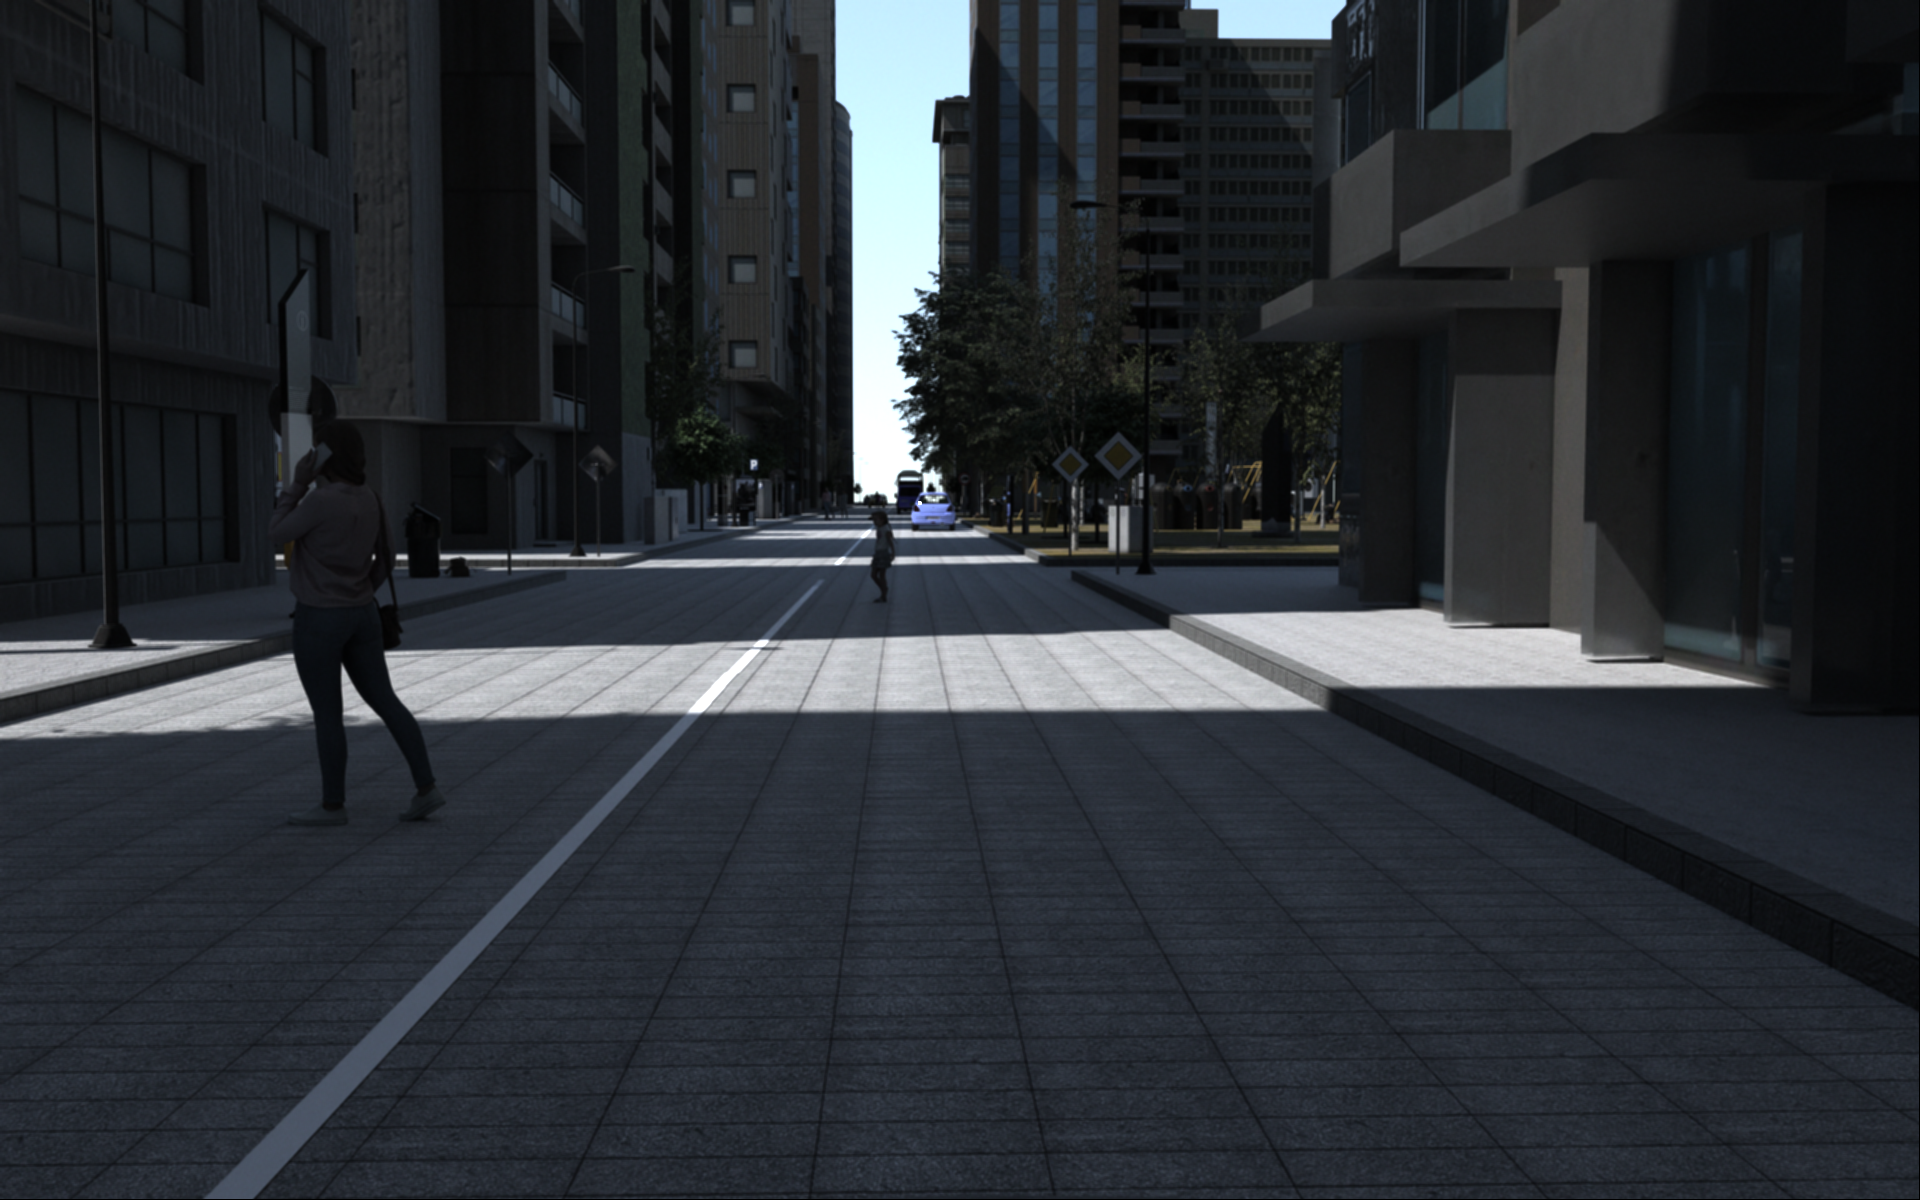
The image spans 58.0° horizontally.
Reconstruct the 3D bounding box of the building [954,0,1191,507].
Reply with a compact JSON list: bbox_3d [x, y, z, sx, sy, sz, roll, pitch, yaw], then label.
[{"bbox_3d":[10.978,-52.371,168.931,22.319,86.520,31.000,0,4,-2],"label":"building"}]

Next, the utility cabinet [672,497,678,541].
[{"bbox_3d":[-7.974,-2.234,47.692,0.306,1.237,1.020,0,4,0],"label":"utility cabinet"}]

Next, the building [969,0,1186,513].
[{"bbox_3d":[7.820,-28.957,123.559,14.600,45.320,14.200,0,4,-2],"label":"building"}]

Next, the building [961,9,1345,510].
[{"bbox_3d":[16.391,-27.595,143.058,32.217,40.220,23.993,0,4,-2],"label":"building"}]

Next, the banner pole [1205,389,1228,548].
[{"bbox_3d":[6.084,-3.139,41.345,0.401,3.779,0.863,3,5,43],"label":"banner pole"}]

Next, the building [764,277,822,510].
[{"bbox_3d":[-26.739,-18.767,151.881,27.650,21.520,28.899,0,4,-2],"label":"building"}]

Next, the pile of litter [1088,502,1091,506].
[{"bbox_3d":[6.693,-4.934,94.640,1.176,0.858,1.719,0,4,0],"label":"pile of litter"}]

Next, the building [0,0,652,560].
[{"bbox_3d":[-15.666,-21.895,41.580,14.154,41.232,14.086,0,4,-2],"label":"building"}]

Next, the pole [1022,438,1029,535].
[{"bbox_3d":[2.075,-3.725,54.747,0.158,3.312,0.155,0,3,0],"label":"pole"}]

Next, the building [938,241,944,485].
[{"bbox_3d":[7.921,-36.746,255.419,22.147,44.769,28.867,0,4,-2],"label":"building"}]

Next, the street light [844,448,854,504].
[{"bbox_3d":[-11.683,-12.302,173.673,1.470,5.913,1.316,0,4,-2],"label":"street light"}]

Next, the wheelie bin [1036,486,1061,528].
[{"bbox_3d":[3.359,-3.553,65.999,0.980,1.594,0.693,0,4,-4],"label":"wheelie bin"}]

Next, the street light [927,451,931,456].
[{"bbox_3d":[-2.792,-13.101,186.736,1.470,5.913,1.316,0,4,-2],"label":"street light"}]

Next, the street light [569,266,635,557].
[{"bbox_3d":[-7.311,-3.846,35.425,1.470,5.913,1.316,0,4,-2],"label":"street light"}]

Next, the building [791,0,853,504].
[{"bbox_3d":[-24.448,-48.303,228.003,20.563,71.187,20.611,0,4,-2],"label":"building"}]

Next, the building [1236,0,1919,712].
[{"bbox_3d":[15.319,-23.920,10.702,23.786,49.044,30.456,0,4,-2],"label":"building"}]

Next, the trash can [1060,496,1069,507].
[{"bbox_3d":[6.521,-5.921,108.457,0.748,1.137,0.748,0,3,0],"label":"trash can"}]

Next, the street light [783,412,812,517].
[{"bbox_3d":[-9.318,-7.679,98.086,1.470,5.913,1.316,0,4,-2],"label":"street light"}]

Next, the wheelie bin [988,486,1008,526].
[{"bbox_3d":[1.530,-3.747,69.175,0.980,1.594,0.693,3,4,36],"label":"wheelie bin"}]

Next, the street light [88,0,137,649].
[{"bbox_3d":[-6.572,-2.558,14.368,1.470,5.913,1.316,0,4,-2],"label":"street light"}]

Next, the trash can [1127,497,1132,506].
[{"bbox_3d":[8.839,-4.875,91.355,0.748,1.137,0.748,0,3,0],"label":"trash can"}]

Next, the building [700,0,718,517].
[{"bbox_3d":[-20.667,-27.089,93.021,14.600,45.320,14.200,0,4,-2],"label":"building"}]

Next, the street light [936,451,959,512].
[{"bbox_3d":[-0.767,-9.230,123.459,1.470,5.913,1.316,0,4,-2],"label":"street light"}]

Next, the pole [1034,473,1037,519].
[{"bbox_3d":[3.891,-5.822,89.025,0.158,3.312,0.155,0,3,0],"label":"pole"}]

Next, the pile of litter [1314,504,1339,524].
[{"bbox_3d":[16.151,-3.730,74.951,1.719,0.858,1.176,0,4,-1],"label":"pile of litter"}]

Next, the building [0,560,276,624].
[{"bbox_3d":[-15.573,-20.572,19.952,14.086,41.232,14.154,0,4,-2],"label":"building"}]

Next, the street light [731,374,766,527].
[{"bbox_3d":[-8.189,-5.777,67.001,1.470,5.913,1.316,0,4,-2],"label":"street light"}]

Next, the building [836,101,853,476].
[{"bbox_3d":[-26.546,-43.468,252.701,21.231,58.520,28.212,0,4,-2],"label":"building"}]

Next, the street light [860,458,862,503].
[{"bbox_3d":[-13.323,-15.478,225.598,1.470,5.913,1.316,0,4,-2],"label":"street light"}]

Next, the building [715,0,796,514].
[{"bbox_3d":[-26.000,-32.633,122.793,28.713,52.752,27.495,0,4,-2],"label":"building"}]

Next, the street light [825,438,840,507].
[{"bbox_3d":[-10.760,-10.415,142.831,1.470,5.913,1.316,0,4,-2],"label":"street light"}]

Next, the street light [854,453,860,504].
[{"bbox_3d":[-12.331,-13.591,194.759,1.470,5.913,1.316,0,4,-2],"label":"street light"}]

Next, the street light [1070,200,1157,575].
[{"bbox_3d":[2.438,-3.366,27.569,1.470,5.913,1.316,0,4,-2],"label":"street light"}]

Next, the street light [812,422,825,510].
[{"bbox_3d":[-9.655,-8.529,111.995,1.470,5.913,1.316,0,4,-2],"label":"street light"}]

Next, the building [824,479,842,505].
[{"bbox_3d":[-30.466,-31.443,205.968,32.217,40.220,23.993,0,4,-2],"label":"building"}]

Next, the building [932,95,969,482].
[{"bbox_3d":[10.938,-39.015,227.129,28.713,52.752,27.495,0,4,-2],"label":"building"}]

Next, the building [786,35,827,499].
[{"bbox_3d":[-20.701,-32.020,173.635,14.600,45.320,14.200,0,4,-2],"label":"building"}]

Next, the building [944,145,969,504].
[{"bbox_3d":[5.047,-31.942,205.843,14.154,41.232,14.086,0,4,-2],"label":"building"}]

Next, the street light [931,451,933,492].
[{"bbox_3d":[-1.640,-11.142,154.717,1.470,5.913,1.316,0,4,-2],"label":"street light"}]

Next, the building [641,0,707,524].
[{"bbox_3d":[-18.385,-18.332,71.423,14.160,30.474,14.107,0,4,-2],"label":"building"}]
